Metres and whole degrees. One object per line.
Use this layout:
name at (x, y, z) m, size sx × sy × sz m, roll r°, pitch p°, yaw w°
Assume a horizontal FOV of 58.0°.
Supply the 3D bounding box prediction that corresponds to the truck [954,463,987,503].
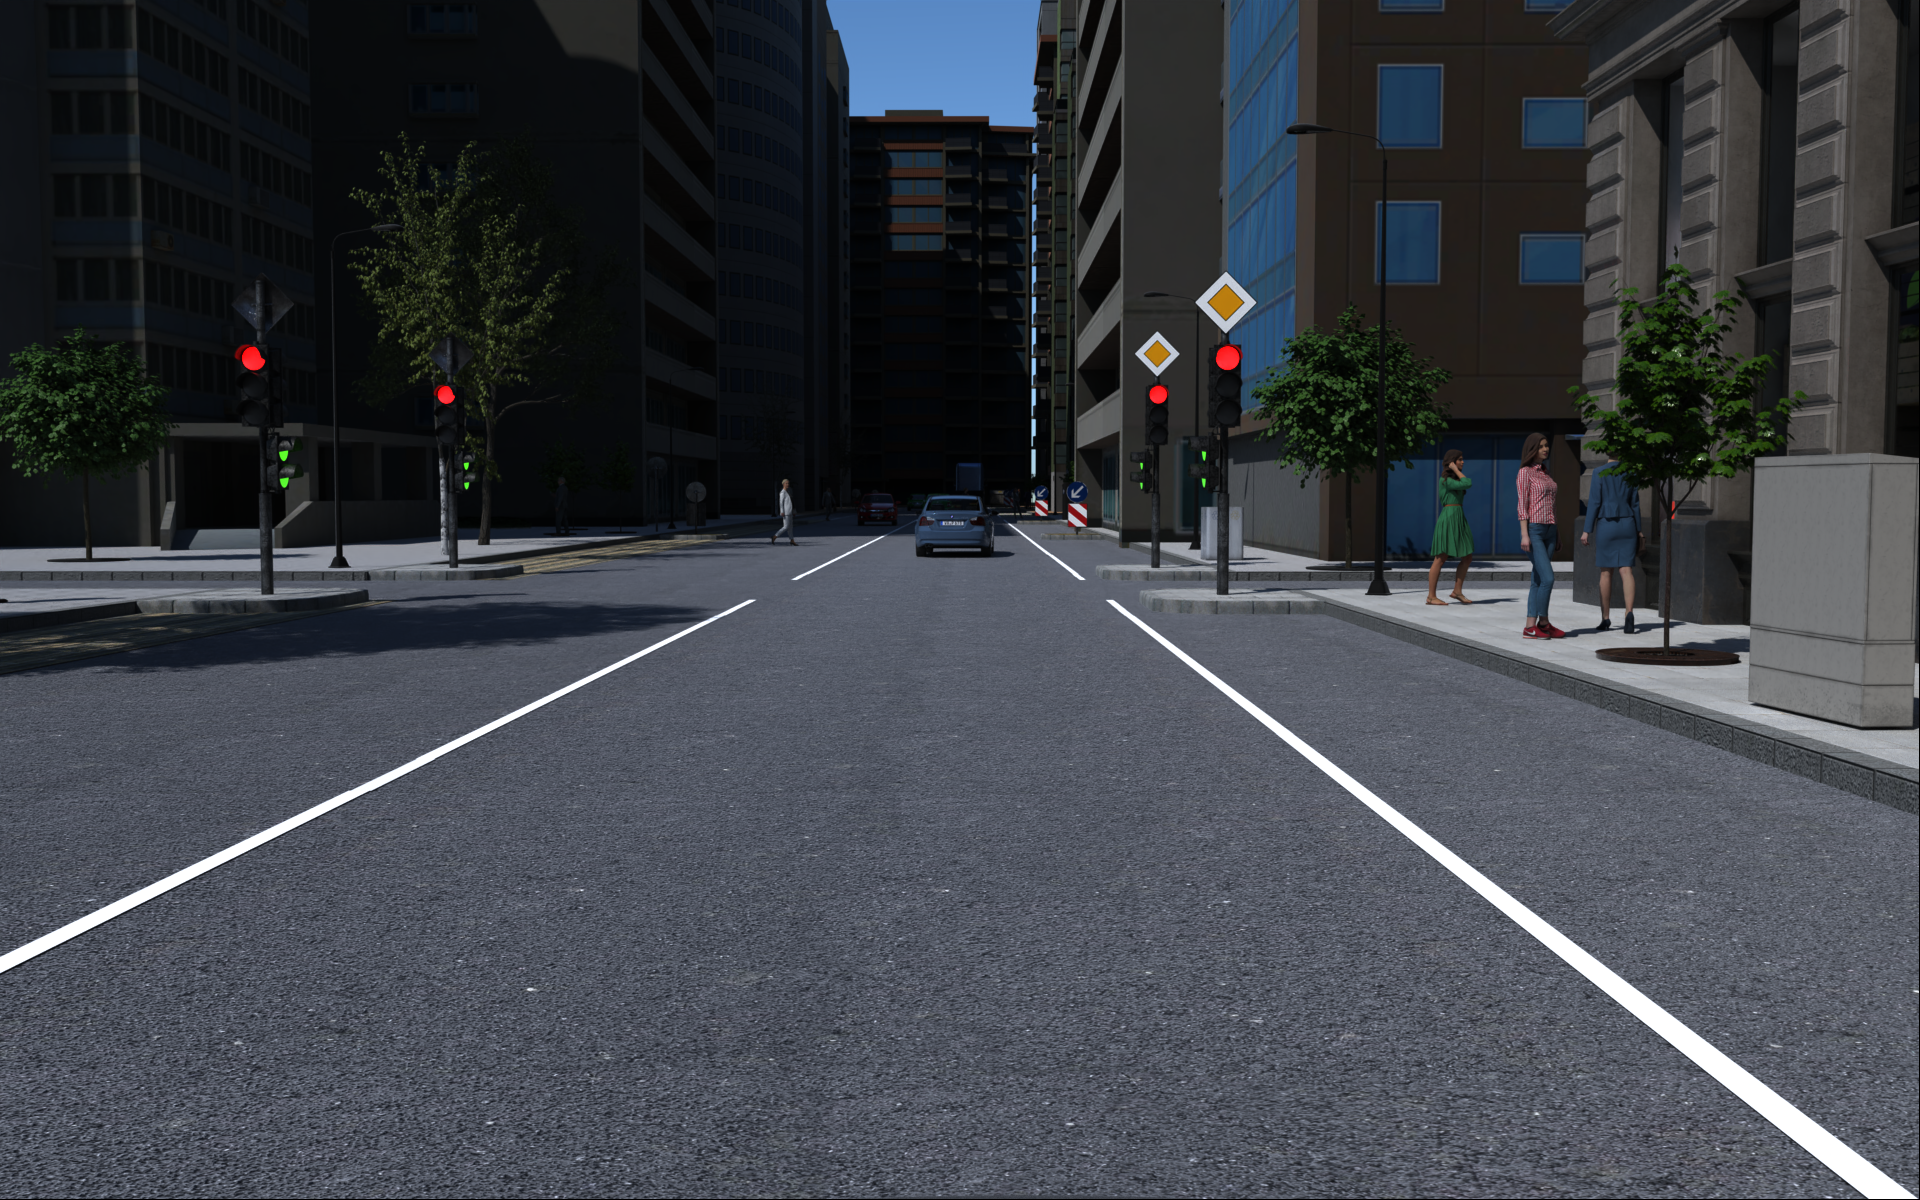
truck at (0.638, -9.440, 144.097) m, size 2.967 × 4.110 × 18.799 m, roll 0°, pitch 4°, yaw 2°

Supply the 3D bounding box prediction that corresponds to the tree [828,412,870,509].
tree at (-10.248, -12.325, 151.871) m, size 4.360 × 8.622 × 3.978 m, roll 0°, pitch 3°, yaw 0°

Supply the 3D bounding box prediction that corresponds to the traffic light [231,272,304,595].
traffic light at (-8.833, -2.024, 22.014) m, size 0.839 × 4.253 × 0.868 m, roll 0°, pitch 4°, yaw 0°

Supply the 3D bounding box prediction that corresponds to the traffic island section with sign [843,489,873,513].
traffic island section with sign at (-7.897, -7.552, 132.104) m, size 1.989 × 1.847 × 2.006 m, roll 0°, pitch 4°, yaw 0°

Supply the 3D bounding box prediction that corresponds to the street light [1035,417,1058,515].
street light at (5.252, -8.106, 105.081) m, size 1.470 × 5.913 × 1.316 m, roll 0°, pitch 4°, yaw 0°

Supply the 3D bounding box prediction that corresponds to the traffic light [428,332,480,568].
traffic light at (-8.786, -2.512, 29.999) m, size 0.839 × 4.253 × 0.868 m, roll 0°, pitch 4°, yaw 0°

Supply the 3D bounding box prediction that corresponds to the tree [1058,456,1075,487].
tree at (5.763, -5.661, 87.159) m, size 1.663 × 3.219 × 1.824 m, roll 0°, pitch 3°, yaw 0°

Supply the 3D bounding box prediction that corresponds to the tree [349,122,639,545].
tree at (-11.635, -6.655, 43.220) m, size 7.601 × 10.594 × 8.767 m, roll 0°, pitch 4°, yaw 2°

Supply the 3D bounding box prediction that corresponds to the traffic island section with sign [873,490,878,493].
traffic island section with sign at (-7.740, -9.201, 159.059) m, size 1.989 × 1.847 × 2.006 m, roll 0°, pitch 4°, yaw 0°

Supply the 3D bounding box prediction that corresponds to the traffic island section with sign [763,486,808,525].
traffic island section with sign at (-8.196, -4.475, 81.800) m, size 1.989 × 1.847 × 2.006 m, roll 0°, pitch 4°, yaw 0°

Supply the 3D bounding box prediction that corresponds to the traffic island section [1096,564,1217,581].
traffic island section at (3.415, -0.476, 30.058) m, size 2.009 × 0.180 × 2.903 m, roll 0°, pitch 4°, yaw 0°

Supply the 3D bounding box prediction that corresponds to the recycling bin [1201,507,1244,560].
recycling bin at (5.112, -1.299, 33.786) m, size 0.722 × 1.027 × 0.722 m, roll 0°, pitch 4°, yaw -2°

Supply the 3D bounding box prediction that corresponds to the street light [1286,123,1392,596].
street light at (4.789, -3.018, 21.883) m, size 1.470 × 5.913 × 1.316 m, roll 0°, pitch 4°, yaw 0°

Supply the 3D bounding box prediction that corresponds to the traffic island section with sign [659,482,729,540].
traffic island section with sign at (-8.353, -2.820, 54.735) m, size 1.989 × 1.847 × 2.006 m, roll 0°, pitch 4°, yaw 0°

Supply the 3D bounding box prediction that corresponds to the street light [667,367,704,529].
street light at (-10.067, -5.567, 63.561) m, size 1.470 × 5.913 × 1.316 m, roll 0°, pitch 4°, yaw 0°

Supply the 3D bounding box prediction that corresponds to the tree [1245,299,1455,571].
tree at (6.604, -2.800, 29.495) m, size 4.285 × 4.588 × 4.351 m, roll 0°, pitch 3°, yaw 0°

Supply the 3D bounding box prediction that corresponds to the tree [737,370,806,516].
tree at (-10.961, -9.299, 102.403) m, size 4.360 × 8.622 × 3.978 m, roll 0°, pitch 3°, yaw 0°

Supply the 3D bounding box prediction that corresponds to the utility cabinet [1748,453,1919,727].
utility cabinet at (4.996, -0.076, 9.928) m, size 0.318 × 1.500 × 1.173 m, roll 0°, pitch 4°, yaw -4°

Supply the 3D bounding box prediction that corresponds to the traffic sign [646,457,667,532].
traffic sign at (-10.343, -3.603, 59.014) m, size 0.768 × 2.556 × 0.104 m, roll 1°, pitch 4°, yaw 9°

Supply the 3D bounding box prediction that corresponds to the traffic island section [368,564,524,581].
traffic island section at (-8.826, -0.480, 30.134) m, size 2.009 × 0.180 × 2.903 m, roll 0°, pitch 4°, yaw 0°

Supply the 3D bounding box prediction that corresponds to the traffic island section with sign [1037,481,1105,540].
traffic island section with sign at (3.575, -2.840, 55.054) m, size 1.989 × 1.847 × 2.006 m, roll 0°, pitch 4°, yaw 0°

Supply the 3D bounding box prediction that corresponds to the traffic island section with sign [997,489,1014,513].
traffic island section with sign at (4.014, -7.565, 132.312) m, size 1.989 × 1.847 × 2.006 m, roll 0°, pitch 4°, yaw 0°

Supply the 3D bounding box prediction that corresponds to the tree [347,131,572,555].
tree at (-10.572, -5.241, 36.053) m, size 4.737 × 8.622 × 4.395 m, roll 0°, pitch 3°, yaw 0°

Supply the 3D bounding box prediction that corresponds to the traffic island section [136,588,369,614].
traffic island section at (-8.873, 0.008, 22.149) m, size 2.009 × 0.180 × 2.903 m, roll 0°, pitch 4°, yaw 0°

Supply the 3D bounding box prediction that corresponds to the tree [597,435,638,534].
tree at (-11.081, -3.795, 56.656) m, size 1.663 × 3.219 × 1.824 m, roll 0°, pitch 3°, yaw 0°

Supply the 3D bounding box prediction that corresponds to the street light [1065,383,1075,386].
street light at (5.098, -6.117, 72.554) m, size 1.470 × 5.913 × 1.316 m, roll 0°, pitch 4°, yaw 0°

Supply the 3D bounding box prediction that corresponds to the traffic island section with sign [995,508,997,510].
traffic island section with sign at (4.185, -9.213, 159.266) m, size 1.989 × 1.847 × 2.006 m, roll 0°, pitch 4°, yaw 0°

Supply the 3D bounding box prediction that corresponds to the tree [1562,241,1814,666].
tree at (5.345, -1.142, 13.272) m, size 1.663 × 3.219 × 1.824 m, roll 0°, pitch 3°, yaw 0°

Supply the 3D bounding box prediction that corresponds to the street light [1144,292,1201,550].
street light at (4.914, -4.119, 39.883) m, size 1.470 × 5.913 × 1.316 m, roll 0°, pitch 4°, yaw 0°

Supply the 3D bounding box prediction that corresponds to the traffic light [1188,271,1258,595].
traffic light at (3.329, -2.021, 21.959) m, size 0.839 × 4.253 × 0.868 m, roll 0°, pitch 4°, yaw 0°

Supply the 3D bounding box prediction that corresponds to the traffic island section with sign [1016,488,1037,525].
traffic island section with sign at (3.718, -4.493, 82.096) m, size 1.989 × 1.847 × 2.006 m, roll 0°, pitch 4°, yaw 0°

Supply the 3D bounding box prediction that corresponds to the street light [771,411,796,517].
street light at (-9.886, -7.608, 96.937) m, size 1.470 × 5.913 × 1.316 m, roll 0°, pitch 4°, yaw 0°

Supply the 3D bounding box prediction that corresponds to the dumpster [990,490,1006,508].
dumpster at (4.008, -10.555, 180.790) m, size 1.865 × 1.857 × 1.264 m, roll 0°, pitch 4°, yaw -1°

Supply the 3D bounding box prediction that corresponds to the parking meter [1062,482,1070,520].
parking meter at (5.249, -4.900, 85.832) m, size 0.255 × 1.863 × 0.399 m, roll -1°, pitch 4°, yaw -18°

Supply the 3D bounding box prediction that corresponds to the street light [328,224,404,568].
street light at (-10.267, -3.513, 29.983) m, size 1.470 × 5.913 × 1.316 m, roll 0°, pitch 4°, yaw 0°

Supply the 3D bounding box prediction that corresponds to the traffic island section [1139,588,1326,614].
traffic island section at (3.369, 0.013, 22.073) m, size 2.009 × 0.180 × 2.903 m, roll 0°, pitch 4°, yaw 0°

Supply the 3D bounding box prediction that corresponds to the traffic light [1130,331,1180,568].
traffic light at (3.375, -2.509, 29.944) m, size 0.839 × 4.253 × 0.868 m, roll 0°, pitch 4°, yaw 0°
